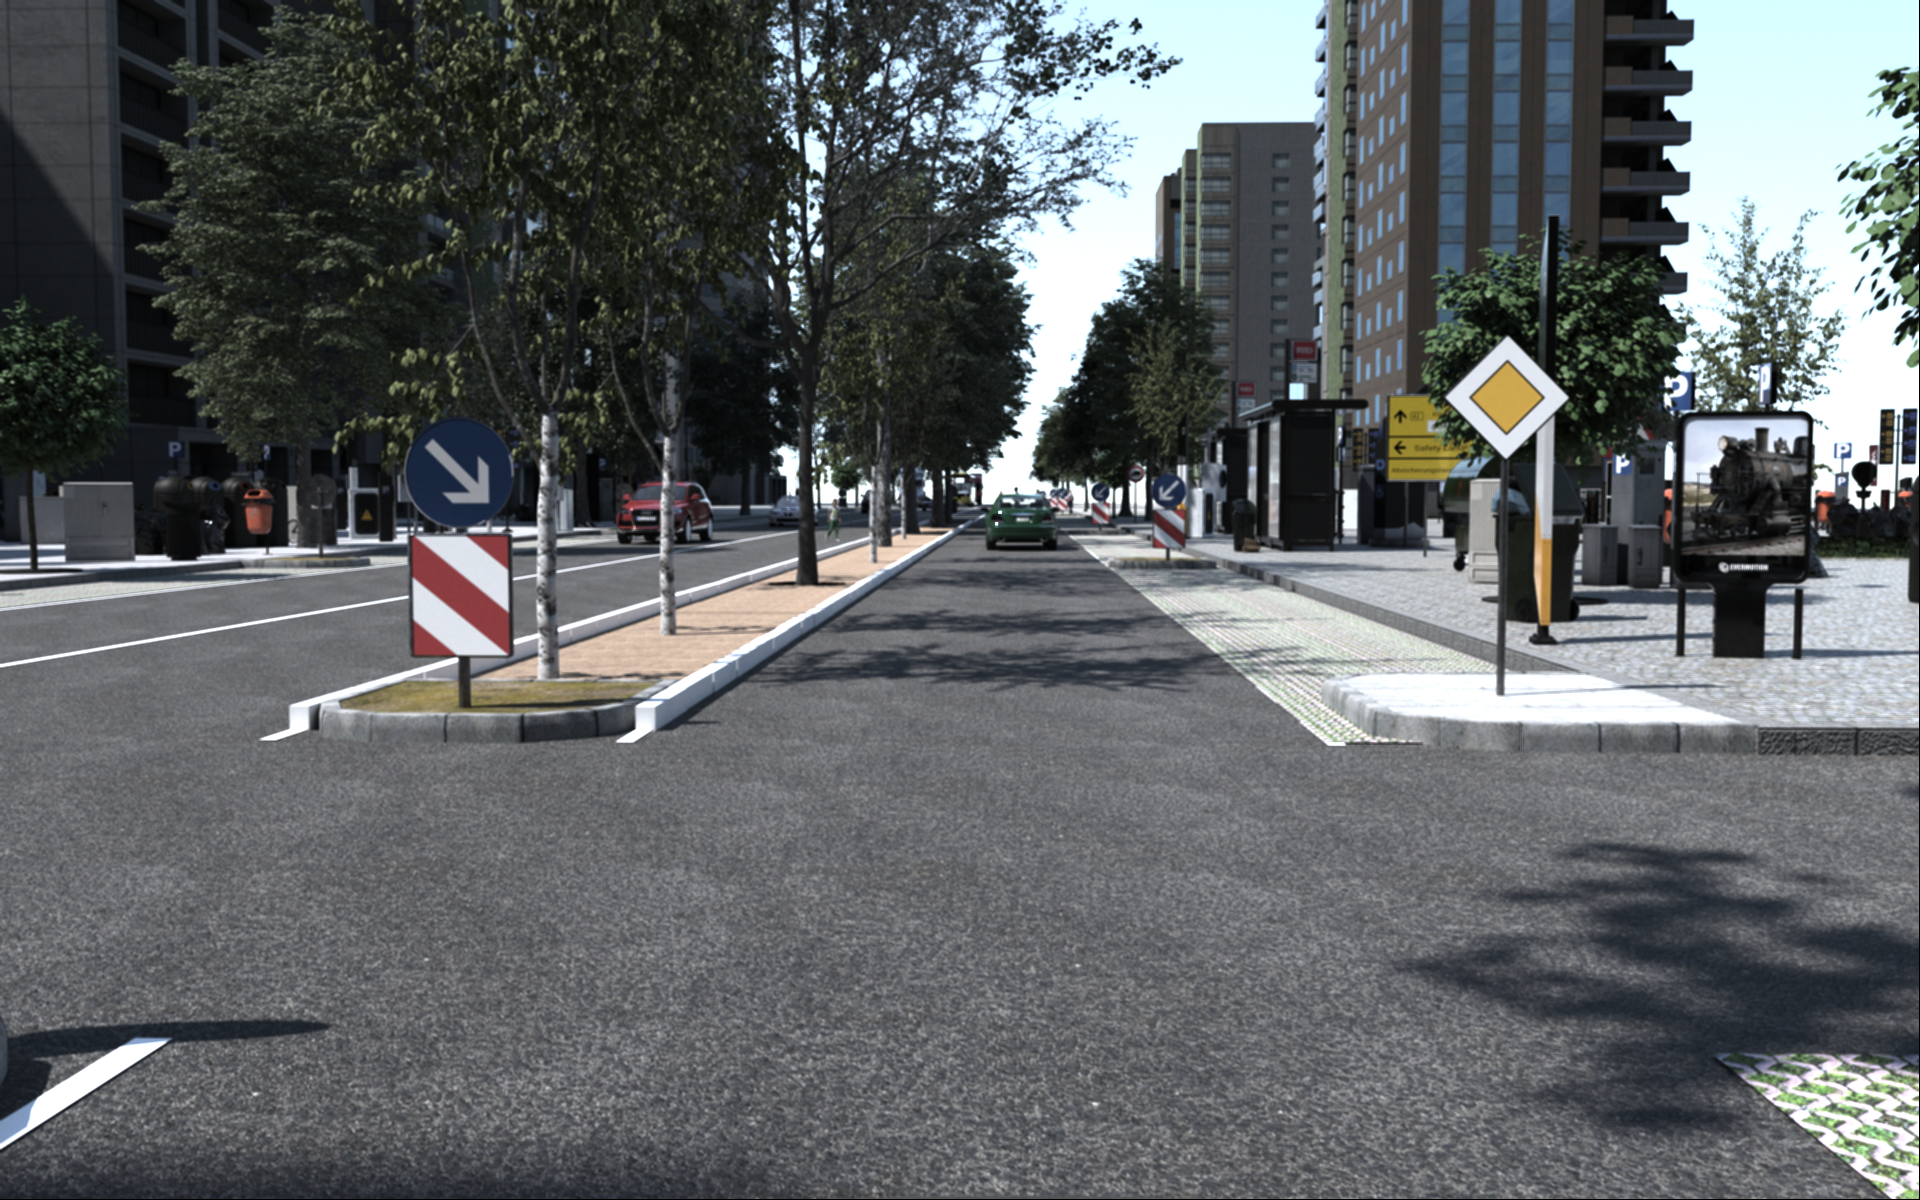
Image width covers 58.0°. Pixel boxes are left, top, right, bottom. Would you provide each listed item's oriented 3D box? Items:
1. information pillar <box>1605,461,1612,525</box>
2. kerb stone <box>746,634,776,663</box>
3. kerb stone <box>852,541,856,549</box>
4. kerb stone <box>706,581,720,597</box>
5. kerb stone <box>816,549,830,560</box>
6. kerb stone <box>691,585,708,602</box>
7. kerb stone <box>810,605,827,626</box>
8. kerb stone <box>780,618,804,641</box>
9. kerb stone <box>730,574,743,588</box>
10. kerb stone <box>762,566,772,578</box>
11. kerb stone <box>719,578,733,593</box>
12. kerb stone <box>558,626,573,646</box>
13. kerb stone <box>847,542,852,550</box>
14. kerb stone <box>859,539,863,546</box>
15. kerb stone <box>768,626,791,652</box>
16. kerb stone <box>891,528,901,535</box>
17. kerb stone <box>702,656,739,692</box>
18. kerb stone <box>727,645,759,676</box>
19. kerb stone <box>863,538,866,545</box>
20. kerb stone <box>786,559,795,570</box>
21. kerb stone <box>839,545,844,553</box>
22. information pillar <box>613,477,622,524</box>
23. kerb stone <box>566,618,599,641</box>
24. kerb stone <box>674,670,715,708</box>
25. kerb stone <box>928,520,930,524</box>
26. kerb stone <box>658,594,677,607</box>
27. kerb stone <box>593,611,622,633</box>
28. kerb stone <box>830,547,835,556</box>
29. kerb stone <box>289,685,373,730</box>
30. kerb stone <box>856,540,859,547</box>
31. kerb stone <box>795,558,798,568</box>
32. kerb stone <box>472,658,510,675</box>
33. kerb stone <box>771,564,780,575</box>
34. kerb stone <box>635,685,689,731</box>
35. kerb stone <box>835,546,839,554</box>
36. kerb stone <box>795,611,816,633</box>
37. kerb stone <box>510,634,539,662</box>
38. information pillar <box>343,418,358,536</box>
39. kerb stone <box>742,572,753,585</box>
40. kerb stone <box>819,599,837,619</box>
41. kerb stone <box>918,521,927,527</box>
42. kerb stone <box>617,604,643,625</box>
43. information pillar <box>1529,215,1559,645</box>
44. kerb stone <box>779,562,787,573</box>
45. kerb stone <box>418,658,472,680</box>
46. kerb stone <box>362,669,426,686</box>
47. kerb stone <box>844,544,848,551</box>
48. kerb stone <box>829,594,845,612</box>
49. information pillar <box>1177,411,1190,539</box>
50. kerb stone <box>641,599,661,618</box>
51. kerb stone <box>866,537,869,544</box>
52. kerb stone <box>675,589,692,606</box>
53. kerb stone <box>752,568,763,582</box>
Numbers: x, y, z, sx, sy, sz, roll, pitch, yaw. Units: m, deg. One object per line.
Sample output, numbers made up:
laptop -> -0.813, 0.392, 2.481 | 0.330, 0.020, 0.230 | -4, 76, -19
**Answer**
information pillar -> 14.682, -2.098, 38.793 | 0.304, 2.012, 0.304 | -1, 4, -12
kerb stone -> -1.752, 0.437, 15.052 | 0.120, 0.150, 1.000 | 0, 4, 2
kerb stone -> -2.870, -1.383, 44.808 | 0.120, 0.150, 1.000 | 0, 4, 2
kerb stone -> -3.544, -0.126, 24.299 | 0.120, 0.150, 1.000 | 0, 4, 2
kerb stone -> -3.071, -1.007, 38.662 | 0.120, 0.150, 1.000 | 0, 4, 2
kerb stone -> -3.577, -0.066, 23.278 | 0.120, 0.150, 1.000 | 0, 4, 2
kerb stone -> -1.610, 0.195, 19.153 | 0.120, 0.150, 1.000 | 0, 4, 2
kerb stone -> -1.690, 0.314, 17.110 | 0.120, 0.150, 1.000 | 0, 4, 2
kerb stone -> -3.478, -0.254, 26.355 | 0.120, 0.150, 1.000 | 0, 4, 2
kerb stone -> -3.376, -0.443, 29.437 | 0.120, 0.150, 1.000 | 0, 4, 2
kerb stone -> -3.505, -0.187, 25.321 | 0.120, 0.150, 1.000 | 0, 4, 2
kerb stone -> -3.815, 0.374, 16.126 | 0.120, 0.150, 1.000 | 0, 4, 2
kerb stone -> -2.907, -1.319, 43.780 | 0.120, 0.150, 1.000 | 0, 4, 2
kerb stone -> -2.797, -1.505, 46.852 | 0.120, 0.150, 1.000 | 0, 4, 2
kerb stone -> -1.718, 0.381, 16.085 | 0.120, 0.150, 1.000 | 0, 4, 2
kerb stone -> -2.292, -2.448, 62.216 | 0.120, 0.150, 1.000 | 0, 4, 2
kerb stone -> -1.818, 0.562, 13.002 | 0.120, 0.150, 1.000 | 0, 4, 2
kerb stone -> -1.780, 0.500, 14.028 | 0.120, 0.150, 1.000 | 0, 4, 2
kerb stone -> -2.765, -1.570, 47.873 | 0.120, 0.150, 1.000 | 0, 4, 2
kerb stone -> -3.270, -0.631, 32.504 | 0.120, 0.150, 1.000 | 0, 4, 2
kerb stone -> -2.974, -1.190, 41.728 | 0.120, 0.150, 1.000 | 0, 4, 2
information pillar -> -14.910, -4.340, 75.456 | 0.304, 2.012, 0.304 | -2, 4, -34
kerb stone -> -3.778, 0.310, 17.149 | 0.120, 0.150, 1.000 | 0, 4, 2
kerb stone -> -1.858, 0.625, 11.981 | 0.120, 0.150, 1.000 | 0, 4, 2
kerb stone -> -1.642, -3.639, 81.695 | 0.120, 0.150, 1.000 | 0, 4, 2
kerb stone -> -3.654, 0.059, 21.235 | 0.120, 0.150, 1.000 | 0, 4, 2
kerb stone -> -3.746, 0.246, 18.171 | 0.120, 0.150, 1.000 | 0, 4, 2
kerb stone -> -3.031, -1.070, 39.685 | 0.120, 0.150, 1.000 | 0, 4, 2
kerb stone -> -3.989, 0.685, 10.997 | 0.120, 0.150, 1.000 | 0, 4, 2
kerb stone -> -2.836, -1.446, 45.830 | 0.120, 0.150, 1.000 | 0, 4, 2
kerb stone -> -3.236, -0.693, 33.526 | 0.120, 0.150, 1.000 | 0, 4, 2
kerb stone -> -3.888, 0.498, 14.082 | 0.120, 0.150, 1.000 | 0, 4, 2
kerb stone -> -3.337, -0.505, 30.458 | 0.120, 0.150, 1.000 | 0, 4, 2
kerb stone -> -1.884, 0.687, 10.959 | 0.120, 0.150, 1.000 | 0, 4, 2
kerb stone -> -3.009, -1.132, 40.707 | 0.120, 0.150, 1.000 | 0, 4, 2
kerb stone -> -1.649, 0.249, 18.131 | 0.120, 0.150, 1.000 | 0, 4, 2
kerb stone -> -3.855, 0.434, 15.104 | 0.120, 0.150, 1.000 | 0, 4, 2
information pillar -> -18.766, -3.806, 53.576 | 0.183, 3.616, 0.504 | 0, 4, 3
kerb stone -> -3.447, -0.317, 27.378 | 0.120, 0.150, 1.000 | 0, 4, 2
kerb stone -> -1.576, 0.126, 20.174 | 0.120, 0.150, 1.000 | 0, 4, 2
kerb stone -> -1.716, -3.514, 79.646 | 0.120, 0.150, 1.000 | 0, 4, 2
kerb stone -> -3.714, 0.184, 19.192 | 0.120, 0.150, 1.000 | 0, 4, 2
information pillar -> 5.024, -1.437, 14.856 | 0.183, 3.616, 0.504 | 1, 4, 11
kerb stone -> -3.312, -0.568, 31.480 | 0.120, 0.150, 1.000 | 0, 4, 2
kerb stone -> -3.916, 0.560, 13.051 | 0.120, 0.150, 1.000 | 0, 4, 2
kerb stone -> -3.953, 0.622, 12.022 | 0.120, 0.150, 1.000 | 0, 4, 2
kerb stone -> -2.935, -1.253, 42.757 | 0.120, 0.150, 1.000 | 0, 4, 2
kerb stone -> -1.548, 0.061, 21.201 | 0.120, 0.150, 1.000 | 0, 4, 2
information pillar -> 6.323, -3.531, 49.079 | 0.183, 3.616, 0.504 | -2, 4, -23
kerb stone -> -3.687, 0.122, 20.214 | 0.120, 0.150, 1.000 | 0, 4, 2
kerb stone -> -2.729, -1.633, 48.895 | 0.120, 0.150, 1.000 | 0, 4, 2
kerb stone -> -3.625, -0.004, 22.257 | 0.120, 0.150, 1.000 | 0, 4, 2
kerb stone -> -3.402, -0.380, 28.415 | 0.120, 0.150, 1.000 | 0, 4, 2
